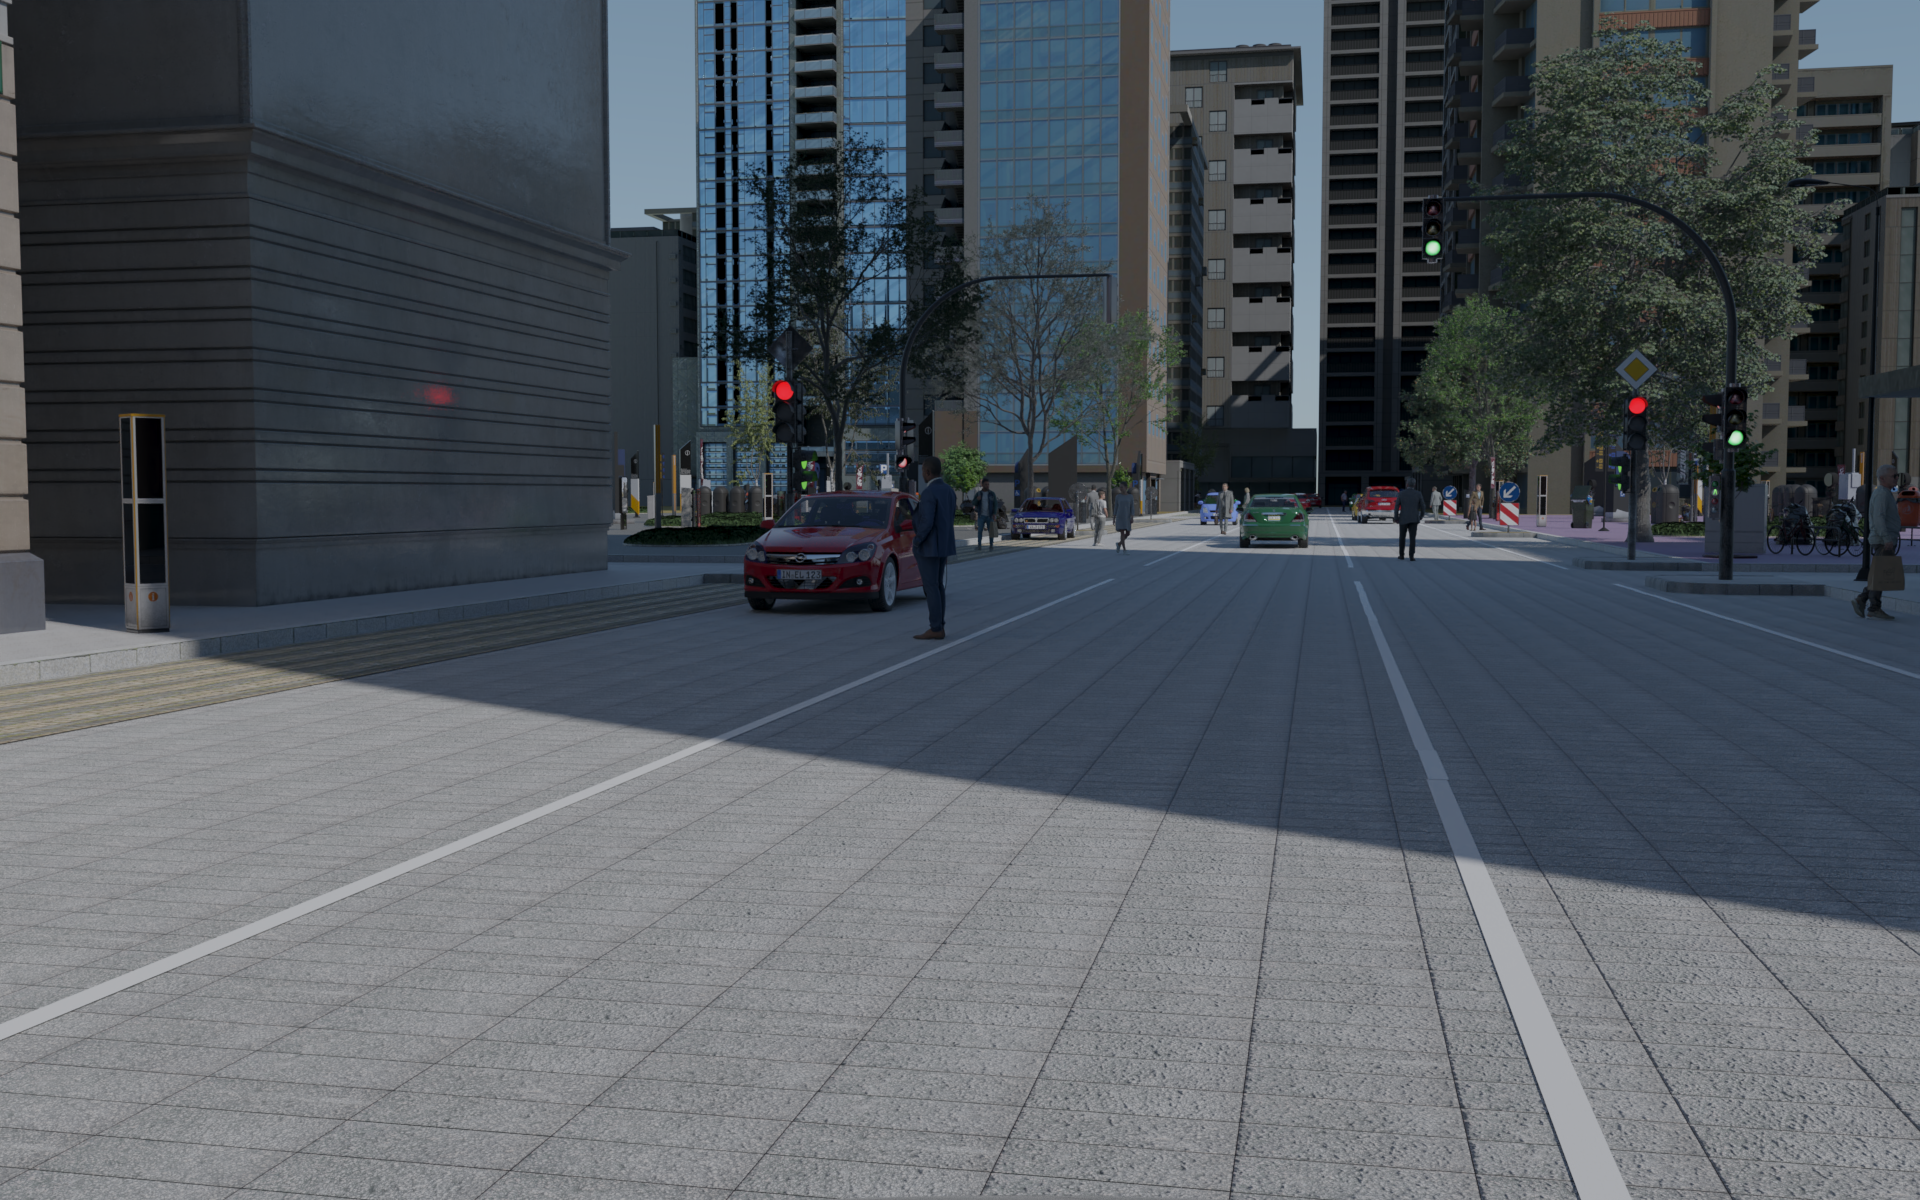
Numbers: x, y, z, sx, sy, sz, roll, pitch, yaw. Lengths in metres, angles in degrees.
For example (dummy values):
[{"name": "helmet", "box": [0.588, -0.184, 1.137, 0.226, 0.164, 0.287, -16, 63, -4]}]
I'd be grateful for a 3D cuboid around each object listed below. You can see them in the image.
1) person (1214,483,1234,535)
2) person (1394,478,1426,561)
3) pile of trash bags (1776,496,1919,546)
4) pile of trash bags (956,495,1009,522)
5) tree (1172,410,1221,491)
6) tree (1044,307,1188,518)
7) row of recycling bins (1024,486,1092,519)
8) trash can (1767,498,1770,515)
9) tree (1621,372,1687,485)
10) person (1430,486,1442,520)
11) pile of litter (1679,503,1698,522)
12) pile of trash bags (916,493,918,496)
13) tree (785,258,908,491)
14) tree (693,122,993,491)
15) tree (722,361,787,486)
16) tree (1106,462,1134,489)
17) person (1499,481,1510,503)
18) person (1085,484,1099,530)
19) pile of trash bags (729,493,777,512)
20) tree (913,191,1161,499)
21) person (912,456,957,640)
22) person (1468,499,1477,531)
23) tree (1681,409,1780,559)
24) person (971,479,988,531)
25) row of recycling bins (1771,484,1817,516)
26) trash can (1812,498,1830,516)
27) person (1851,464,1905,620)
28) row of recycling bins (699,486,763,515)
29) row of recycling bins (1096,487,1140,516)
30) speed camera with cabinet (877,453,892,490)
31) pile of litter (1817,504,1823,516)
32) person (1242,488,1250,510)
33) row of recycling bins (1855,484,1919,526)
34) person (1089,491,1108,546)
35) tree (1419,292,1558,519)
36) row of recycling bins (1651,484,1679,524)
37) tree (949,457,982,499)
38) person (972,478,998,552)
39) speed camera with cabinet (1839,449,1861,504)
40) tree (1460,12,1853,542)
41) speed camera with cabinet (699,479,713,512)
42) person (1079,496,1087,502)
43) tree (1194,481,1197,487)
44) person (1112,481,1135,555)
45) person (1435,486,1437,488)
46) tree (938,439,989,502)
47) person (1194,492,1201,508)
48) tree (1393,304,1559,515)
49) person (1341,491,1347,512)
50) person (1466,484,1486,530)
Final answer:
[{"name": "person", "box": [9.304, -3.214, 61.155, 0.694, 1.812, 0.767, 1, 4, 22]}, {"name": "person", "box": [9.672, -1.739, 37.331, 0.661, 1.777, 0.834, 0, 4, 5]}, {"name": "pile of trash bags", "box": [22.307, -2.064, 43.505, 3.447, 1.369, 1.912, 3, 5, 44]}, {"name": "pile of trash bags", "box": [0.617, -4.235, 79.000, 3.447, 1.369, 1.912, 3, 5, 40]}, {"name": "tree", "box": [20.728, -12.340, 152.117, 4.737, 8.622, 4.395, 0, 3, 0]}, {"name": "tree", "box": [8.234, -10.284, 93.897, 9.928, 11.665, 9.643, 0, 3, 0]}, {"name": "row of recycling bins", "box": [4.969, -5.054, 89.743, 3.534, 1.692, 1.069, -1, 4, -21]}, {"name": "trash can", "box": [33.349, -3.700, 72.143, 0.748, 1.137, 0.748, 0, 3, 0]}, {"name": "tree", "box": [35.993, -8.460, 88.676, 4.360, 8.622, 3.978, 0, 3, 0]}, {"name": "person", "box": [23.891, -4.796, 87.009, 0.635, 1.810, 0.391, -3, 4, -38]}, {"name": "pile of litter", "box": [33.579, -4.078, 80.634, 1.719, 0.858, 1.176, 0, 4, -7]}, {"name": "pile of trash bags", "box": [-1.777, -6.137, 110.085, 3.447, 1.369, 1.912, -3, 5, -43]}, {"name": "tree", "box": [-3.740, -6.246, 52.492, 4.360, 8.622, 3.978, 0, 3, 0]}, {"name": "tree", "box": [-2.786, -6.626, 42.745, 8.767, 10.594, 7.601, 2, 4, 31]}, {"name": "tree", "box": [-10.620, -8.566, 90.415, 4.737, 8.622, 4.395, 0, 3, 0]}, {"name": "tree", "box": [9.568, -6.724, 104.546, 1.663, 3.219, 1.824, 0, 3, 0]}, {"name": "person", "box": [24.968, -4.507, 79.089, 0.648, 1.900, 0.474, -3, 4, -38]}, {"name": "person", "box": [4.958, -3.397, 64.308, 0.678, 1.792, 0.850, 0, 4, -1]}, {"name": "pile of trash bags", "box": [-13.335, -6.220, 111.448, 1.912, 1.369, 3.447, -2, 4, -26]}, {"name": "tree", "box": [2.940, -9.736, 69.560, 12.009, 13.543, 11.850, 0, 3, 0]}, {"name": "person", "box": [-0.248, -0.516, 17.111, 0.419, 1.800, 0.721, 1, 4, 18]}, {"name": "person", "box": [19.938, -3.317, 67.399, 0.362, 1.253, 0.373, -1, 4, -8]}, {"name": "tree", "box": [15.551, -2.468, 34.950, 1.663, 3.219, 1.824, 0, 3, 0]}, {"name": "person", "box": [0.751, -3.332, 60.629, 0.694, 1.812, 0.767, -1, 4, -16]}, {"name": "row of recycling bins", "box": [36.186, -4.166, 75.233, 1.069, 1.692, 3.534, 0, 4, 7]}, {"name": "trash can", "box": [34.747, -3.564, 69.920, 0.748, 1.137, 0.748, 0, 3, 0]}, {"name": "person", "box": [10.438, -0.653, 19.667, 0.515, 1.767, 0.782, 2, 4, 26]}, {"name": "row of recycling bins", "box": [-11.672, -4.939, 87.865, 3.534, 1.692, 1.069, 1, 4, 10]}, {"name": "row of recycling bins", "box": [8.903, -5.828, 102.400, 3.534, 1.692, 1.069, 1, 4, 16]}, {"name": "speed camera with cabinet", "box": [-3.948, -5.524, 84.659, 0.660, 3.252, 2.038, -1, 4, -23]}, {"name": "pile of litter", "box": [39.815, -4.071, 80.528, 1.176, 0.858, 1.719, -2, 4, -30]}, {"name": "person", "box": [17.052, -5.755, 102.783, 0.728, 1.800, 0.709, 1, 4, 14]}, {"name": "row of recycling bins", "box": [37.796, -3.835, 69.822, 3.534, 1.692, 1.069, 0, 4, -7]}, {"name": "person", "box": [3.817, -2.236, 47.650, 0.503, 1.515, 0.523, 1, 4, 10]}, {"name": "tree", "box": [27.590, -10.043, 89.955, 9.928, 11.665, 9.643, 0, 3, 0]}, {"name": "row of recycling bins", "box": [30.162, -4.091, 73.996, 1.069, 1.692, 3.534, 1, 4, 18]}, {"name": "tree", "box": [0.168, -5.818, 89.733, 1.663, 3.219, 1.824, 0, 3, 0]}, {"name": "person", "box": [0.673, -2.091, 42.680, 0.794, 1.824, 0.713, 1, 4, 23]}, {"name": "speed camera with cabinet", "box": [39.489, -4.982, 75.784, 2.038, 3.252, 0.660, -1, 4, -16]}, {"name": "tree", "box": [18.147, -8.515, 45.870, 9.857, 13.997, 8.962, 0, 3, 0]}, {"name": "speed camera with cabinet", "box": [-15.607, -6.923, 107.535, 0.660, 3.252, 2.038, -2, 4, -29]}, {"name": "person", "box": [5.862, -4.653, 83.131, 0.522, 1.701, 0.512, 0, 4, -4]}, {"name": "tree", "box": [19.475, -9.443, 148.989, 1.663, 3.219, 1.824, 0, 3, 0]}, {"name": "person", "box": [3.834, -1.935, 40.891, 0.466, 1.731, 0.760, -2, 4, -25]}, {"name": "person", "box": [34.358, -7.310, 125.192, 0.705, 1.869, 1.348, 0, 4, 8]}, {"name": "tree", "box": [0.084, -7.333, 103.604, 4.285, 4.588, 4.351, 0, 3, 0]}, {"name": "person", "box": [21.524, -9.038, 157.004, 0.628, 1.438, 0.799, 3, 4, 39]}, {"name": "tree", "box": [30.853, -11.436, 103.985, 9.611, 12.733, 9.660, 0, 3, 0]}, {"name": "person", "box": [31.011, -7.957, 139.529, 0.756, 1.711, 0.436, -2, 4, -33]}, {"name": "person", "box": [20.456, -3.686, 68.675, 0.836, 1.842, 0.656, 3, 5, 40]}]
